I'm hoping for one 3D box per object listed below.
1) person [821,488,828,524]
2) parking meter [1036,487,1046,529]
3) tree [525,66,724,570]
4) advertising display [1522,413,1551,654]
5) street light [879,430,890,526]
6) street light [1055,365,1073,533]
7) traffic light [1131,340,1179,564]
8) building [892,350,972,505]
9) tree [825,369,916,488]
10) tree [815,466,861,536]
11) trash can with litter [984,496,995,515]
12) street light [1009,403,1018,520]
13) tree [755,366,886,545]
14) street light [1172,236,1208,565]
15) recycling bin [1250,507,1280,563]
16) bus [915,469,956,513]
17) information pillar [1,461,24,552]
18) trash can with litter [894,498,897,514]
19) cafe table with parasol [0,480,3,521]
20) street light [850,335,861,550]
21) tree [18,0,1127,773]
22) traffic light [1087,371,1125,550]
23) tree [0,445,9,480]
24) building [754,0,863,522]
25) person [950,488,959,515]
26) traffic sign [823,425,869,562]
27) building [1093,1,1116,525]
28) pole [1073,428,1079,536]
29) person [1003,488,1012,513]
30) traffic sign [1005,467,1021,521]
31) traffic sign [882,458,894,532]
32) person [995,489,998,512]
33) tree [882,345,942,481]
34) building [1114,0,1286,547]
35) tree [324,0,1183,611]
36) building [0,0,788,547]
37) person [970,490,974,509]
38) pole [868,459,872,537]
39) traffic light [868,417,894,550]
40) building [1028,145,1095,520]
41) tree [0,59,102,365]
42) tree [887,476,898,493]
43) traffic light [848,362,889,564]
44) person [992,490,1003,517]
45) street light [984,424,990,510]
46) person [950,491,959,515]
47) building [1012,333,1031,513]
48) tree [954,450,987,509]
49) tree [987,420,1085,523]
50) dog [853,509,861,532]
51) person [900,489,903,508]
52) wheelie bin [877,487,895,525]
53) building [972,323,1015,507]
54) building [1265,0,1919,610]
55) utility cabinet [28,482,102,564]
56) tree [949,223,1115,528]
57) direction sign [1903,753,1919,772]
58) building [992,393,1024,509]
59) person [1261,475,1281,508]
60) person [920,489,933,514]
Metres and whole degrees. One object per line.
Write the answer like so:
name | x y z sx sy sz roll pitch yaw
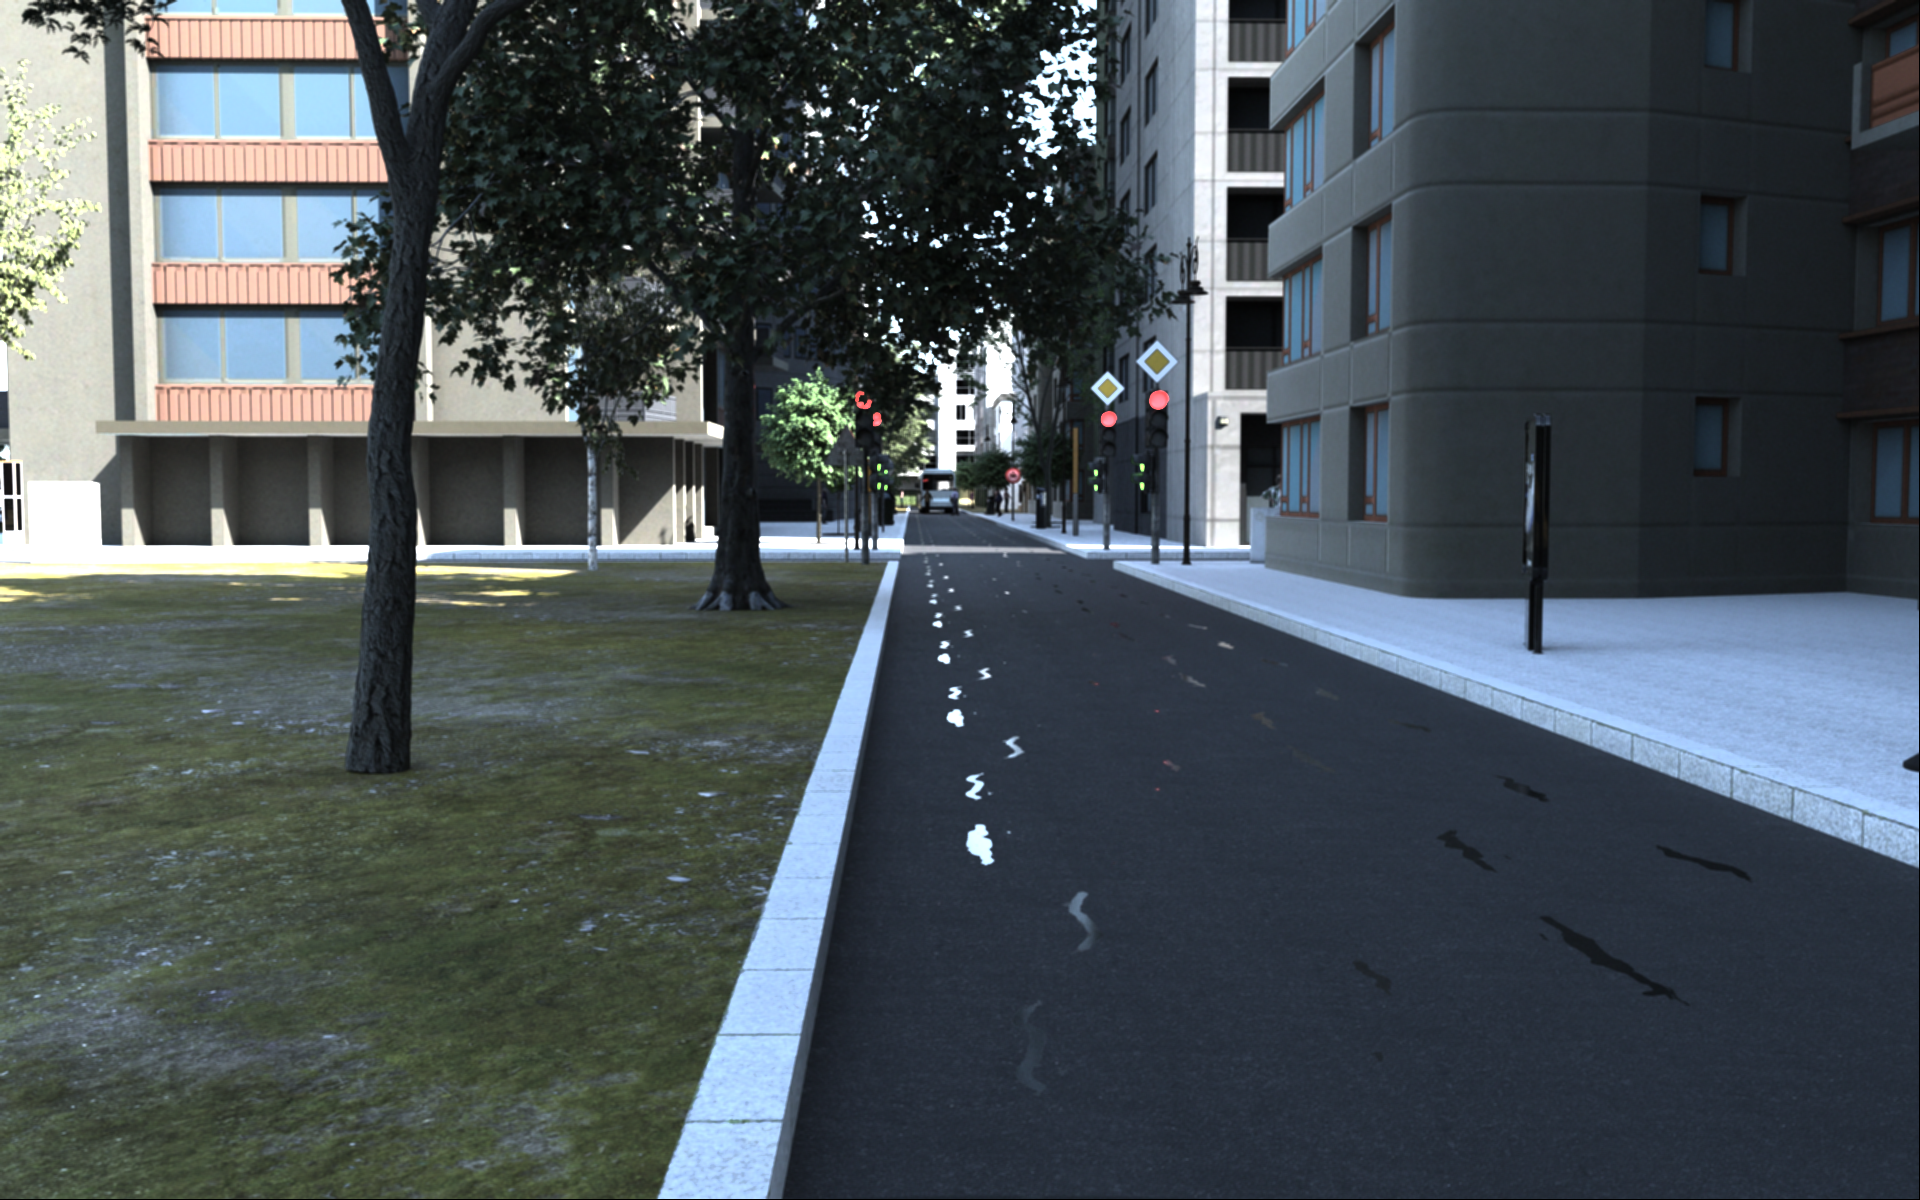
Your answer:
person | -5.884 -4.042 74.334 0.471 1.553 0.569 1 4 17
parking meter | 3.005 -3.410 64.156 0.372 1.533 0.369 0 3 0
tree | -5.953 -4.809 28.992 4.360 8.622 3.978 0 3 0
advertising display | 4.751 -0.556 14.300 0.123 1.923 0.974 1 4 13
street light | -3.152 -5.874 68.822 0.468 5.910 1.993 0 4 -2
street light | 3.394 -5.113 56.381 0.468 5.910 1.993 0 4 -2
traffic light | 3.567 -2.616 31.688 0.839 4.253 0.868 0 4 -2
building | -2.368 -20.891 208.027 31.486 18.905 16.747 0 4 -2
tree | -3.680 -7.505 73.072 4.737 8.622 4.395 0 3 0
tree | -3.695 -3.617 53.741 1.663 3.219 1.824 0 3 0
trash can with litter | 1.766 -5.825 106.630 0.624 1.170 1.055 -1 4 -21
street light | 2.627 -6.913 85.810 0.468 5.910 1.993 0 4 -2
tree | -3.600 -3.707 44.322 4.285 4.588 4.351 0 3 0
street light | 4.122 -3.581 31.339 0.468 5.910 1.993 0 4 -2
recycling bin | 5.845 -1.210 32.345 0.722 1.027 0.722 1 4 23
bus | -1.871 -8.442 132.890 2.948 3.499 13.247 0 4 -2
information pillar | -21.036 -2.077 38.459 0.304 2.012 0.304 0 4 1
trash can with litter | -4.322 -6.021 109.832 0.624 1.170 1.055 1 4 12
cafe table with parasol | -43.947 -4.570 79.586 2.610 1.966 2.610 2 4 32
street light | -2.375 -4.095 39.742 0.468 5.910 1.993 0 4 -2
tree | -2.473 -4.469 7.473 7.601 10.594 8.767 3 5 45
traffic light | 3.349 -3.104 39.670 0.839 4.253 0.868 0 4 -2
tree | -55.410 -7.744 89.519 11.467 7.101 20.602 -1 4 -21
building | -15.892 -33.521 90.067 21.231 58.520 28.212 0 4 -2
person | -0.388 -6.609 116.418 0.709 1.838 0.599 -2 4 -31
traffic sign | -2.128 -1.984 32.441 0.884 2.594 0.081 0 4 3
building | 12.890 -18.756 78.366 14.160 30.474 14.107 0 4 -2
pole | 3.559 -3.631 53.215 0.158 3.312 0.155 0 3 0
person | 3.266 -6.855 118.838 0.721 1.736 1.217 2 4 25
traffic sign | 2.539 -5.043 82.567 0.768 2.556 0.104 0 4 3
traffic sign | -2.592 -3.560 58.305 0.768 2.556 0.104 0 4 3
person | 2.665 -6.983 120.928 0.721 1.736 1.217 -1 4 -20
tree | -4.892 -11.830 111.541 7.486 12.596 7.792 0 3 0
building | 15.943 -37.410 49.902 20.611 71.187 20.563 0 4 -2
tree | -2.364 -6.243 19.080 9.611 12.733 9.660 0 3 0
building | -17.067 -24.425 53.970 22.147 44.769 28.867 0 4 -2
person | 1.012 -8.988 153.674 0.721 1.739 1.217 -1 4 -17
pole | -2.756 -3.561 52.061 0.158 3.312 0.155 0 3 0
traffic light | -1.930 -3.094 39.511 0.839 4.253 0.868 0 4 -2
building | 18.726 -15.641 100.772 27.650 21.520 28.899 0 4 -2
tree | -16.443 -4.796 28.771 4.737 8.622 4.395 0 3 0
tree | -5.194 -8.160 128.020 1.663 3.219 1.824 0 3 0
traffic light | -1.712 -2.606 31.528 0.839 4.253 0.868 0 4 -2
person | 2.135 -5.506 98.756 0.600 1.496 0.574 0 4 -2
street light | 1.801 -8.652 114.250 0.468 5.910 1.993 0 4 -2
person | -0.422 -6.872 120.720 0.599 1.838 0.709 -1 4 -23
building | 11.806 -16.327 123.367 16.016 20.091 11.380 0 4 -2
tree | 2.255 -7.748 110.398 4.285 4.588 4.351 0 3 0
tree | 3.825 -5.679 76.559 4.285 4.588 4.351 0 3 0
dog | -3.386 -2.751 59.352 0.513 0.831 0.800 0 4 6
person | -5.554 -9.561 163.069 0.721 1.736 1.217 0 4 -5
wheelie bin | -3.073 -3.883 71.396 0.693 1.594 0.980 -1 4 -20
building | 10.375 -18.795 173.753 16.747 18.905 31.486 0 4 -2
building | 19.520 -10.423 15.453 27.650 21.520 28.899 0 4 -2
utility cabinet | -16.340 -1.404 31.637 1.173 1.500 0.318 0 4 4
tree | 3.248 -8.574 65.944 9.928 11.665 9.643 0 3 0
direction sign | 4.597 -0.975 7.939 0.876 3.537 0.379 -3 5 -41
building | 7.873 -12.347 144.015 9.099 9.664 28.070 0 4 -2
person | 7.436 -2.058 40.409 0.841 1.734 0.376 -1 4 -20
person | -2.364 -7.092 124.549 0.705 1.812 1.348 -3 5 -40
